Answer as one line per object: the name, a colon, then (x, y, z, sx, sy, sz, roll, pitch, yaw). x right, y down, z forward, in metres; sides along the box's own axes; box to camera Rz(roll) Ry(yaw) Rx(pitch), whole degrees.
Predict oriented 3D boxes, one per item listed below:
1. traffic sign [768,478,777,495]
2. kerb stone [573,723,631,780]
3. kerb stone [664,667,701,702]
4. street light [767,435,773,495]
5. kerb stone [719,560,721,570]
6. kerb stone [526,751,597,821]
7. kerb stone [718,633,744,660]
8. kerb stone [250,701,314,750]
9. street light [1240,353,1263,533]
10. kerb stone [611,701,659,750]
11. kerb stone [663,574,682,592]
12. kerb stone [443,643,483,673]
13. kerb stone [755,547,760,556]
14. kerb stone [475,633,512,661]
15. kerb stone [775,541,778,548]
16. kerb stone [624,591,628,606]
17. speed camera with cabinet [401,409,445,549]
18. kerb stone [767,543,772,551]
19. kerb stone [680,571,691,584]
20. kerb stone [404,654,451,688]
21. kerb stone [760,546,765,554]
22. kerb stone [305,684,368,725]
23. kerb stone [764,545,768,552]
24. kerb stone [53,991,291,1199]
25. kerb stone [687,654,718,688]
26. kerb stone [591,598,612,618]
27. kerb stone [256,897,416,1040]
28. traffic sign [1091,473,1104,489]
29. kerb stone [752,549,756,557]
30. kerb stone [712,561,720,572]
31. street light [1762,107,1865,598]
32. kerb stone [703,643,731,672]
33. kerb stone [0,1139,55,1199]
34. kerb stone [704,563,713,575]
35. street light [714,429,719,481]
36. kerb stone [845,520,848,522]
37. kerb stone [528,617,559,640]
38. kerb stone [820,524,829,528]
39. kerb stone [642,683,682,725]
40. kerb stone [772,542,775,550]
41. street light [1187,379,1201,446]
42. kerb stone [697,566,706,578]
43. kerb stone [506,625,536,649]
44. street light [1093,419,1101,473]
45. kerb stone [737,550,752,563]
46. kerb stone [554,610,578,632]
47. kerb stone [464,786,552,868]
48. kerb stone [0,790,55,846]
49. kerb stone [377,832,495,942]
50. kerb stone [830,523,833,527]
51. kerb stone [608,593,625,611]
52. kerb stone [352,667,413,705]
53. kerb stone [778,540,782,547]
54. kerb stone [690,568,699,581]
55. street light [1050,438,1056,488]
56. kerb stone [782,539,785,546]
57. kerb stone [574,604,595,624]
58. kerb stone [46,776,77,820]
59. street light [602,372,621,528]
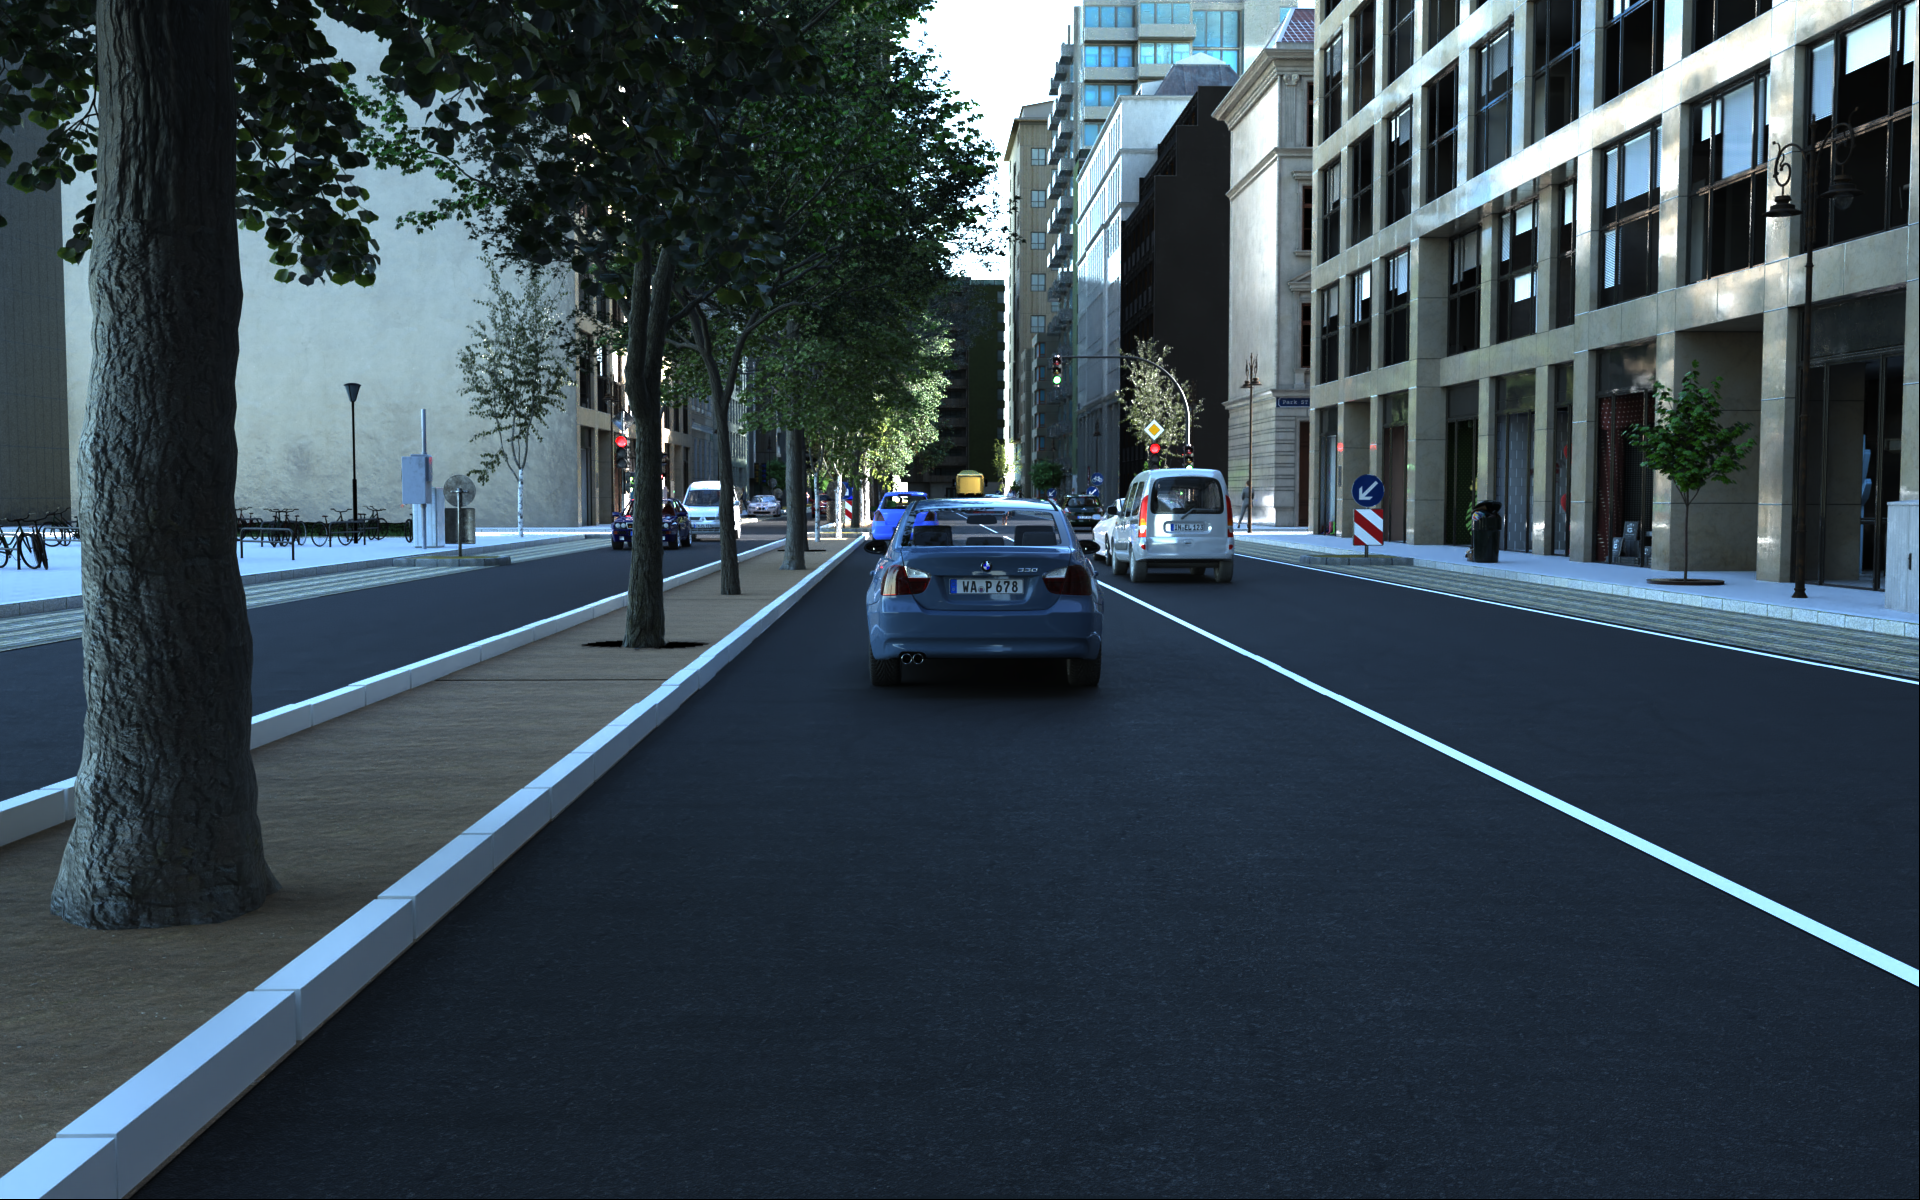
traffic sign: (-14.961, -8.446, 138.195, 0.768, 2.556, 0.104, 0, 4, 0)
kerb stone: (-1.884, 0.801, 9.100, 0.120, 0.150, 1.000, 0, 4, -1)
kerb stone: (-1.963, 0.613, 12.166, 0.120, 0.150, 1.000, 0, 4, -1)
street light: (-15.028, -10.033, 136.823, 0.468, 5.910, 1.993, 0, 4, -1)
kerb stone: (-4.568, -0.637, 32.615, 0.120, 0.150, 1.000, 0, 4, -1)
kerb stone: (-1.859, 0.864, 8.078, 0.120, 0.150, 1.000, 0, 4, -1)
kerb stone: (-2.037, 0.426, 15.236, 0.120, 0.150, 1.000, 0, 4, -1)
kerb stone: (-4.016, 0.741, 10.089, 0.120, 0.150, 1.000, 0, 4, -1)
street light: (9.538, -5.140, 56.823, 0.468, 5.910, 1.993, 0, 4, -1)
kerb stone: (-1.911, 0.738, 10.121, 0.120, 0.150, 1.000, 0, 4, -1)
kerb stone: (-4.421, -0.260, 26.459, 0.120, 0.150, 1.000, 0, 4, -1)
kerb stone: (-4.118, 0.493, 14.186, 0.120, 0.150, 1.000, 0, 4, -1)
kerb stone: (-4.750, -1.071, 39.791, 0.120, 0.150, 1.000, 0, 4, -1)
kerb stone: (-4.137, 0.427, 15.208, 0.120, 0.150, 1.000, 0, 4, -1)
kerb stone: (-4.876, -1.388, 44.899, 0.120, 0.150, 1.000, 0, 4, -1)
kerb stone: (-4.312, -0.010, 22.359, 0.120, 0.150, 1.000, 0, 4, -1)
speed camera with cabinet: (-12.724, -2.857, 41.046, 0.660, 3.252, 2.038, 0, 4, -5)
kerb stone: (-4.823, -1.264, 42.856, 0.120, 0.150, 1.000, 0, 4, -1)
kerb stone: (-4.440, -0.323, 27.480, 0.120, 0.150, 1.000, 0, 4, -1)
kerb stone: (-4.083, 0.552, 13.165, 0.120, 0.150, 1.000, 0, 4, -1)
kerb stone: (-4.771, -1.139, 40.813, 0.120, 0.150, 1.000, 0, 4, -1)
kerb stone: (-4.041, 0.685, 11.122, 0.120, 0.150, 1.000, 0, 4, -1)
kerb stone: (-4.805, -1.201, 41.834, 0.120, 0.150, 1.000, 0, 4, -1)
kerb stone: (-1.766, 1.116, 3.978, 0.120, 0.150, 1.000, 0, 4, -1)
kerb stone: (-1.981, 0.551, 13.187, 0.120, 0.150, 1.000, 0, 4, -1)
kerb stone: (-4.263, 0.116, 20.316, 0.120, 0.150, 1.000, 0, 4, -1)
kerb stone: (-1.786, 1.055, 5.003, 0.120, 0.150, 1.000, 0, 4, -1)
traffic sign: (8.137, -6.279, 102.763, 0.768, 2.556, 0.104, 0, 4, -1)
kerb stone: (-4.726, -1.014, 38.769, 0.120, 0.150, 1.000, 0, 4, -1)
kerb stone: (-4.546, -0.575, 31.594, 0.120, 0.150, 1.000, 0, 4, -1)
street light: (10.388, -2.964, 21.247, 0.468, 5.910, 1.993, 0, 4, -1)
kerb stone: (-2.015, 0.488, 14.209, 0.120, 0.150, 1.000, 0, 4, -1)
kerb stone: (-1.732, 1.177, 2.957, 0.120, 0.150, 1.000, 0, 4, -1)
kerb stone: (-4.518, -0.512, 30.562, 0.120, 0.150, 1.000, 0, 4, -1)
street light: (-14.127, -7.863, 101.344, 0.468, 5.910, 1.993, 0, 4, -1)
kerb stone: (-6.100, -4.428, 94.642, 0.120, 0.150, 1.000, 0, 4, -1)
kerb stone: (-4.188, 0.302, 17.251, 0.120, 0.150, 1.000, 0, 4, -1)
kerb stone: (-5.503, -2.926, 70.060, 0.120, 0.150, 1.000, 0, 4, -1)
kerb stone: (-1.933, 0.683, 11.145, 0.120, 0.150, 1.000, 0, 4, -1)
kerb stone: (-4.847, -1.326, 43.878, 0.120, 0.150, 1.000, 0, 4, -1)
street light: (9.307, -5.909, 69.399, 0.468, 5.910, 1.993, 0, 4, -1)
kerb stone: (-4.490, -0.449, 29.537, 0.120, 0.150, 1.000, 0, 4, -1)
kerb stone: (-4.167, 0.370, 16.229, 0.120, 0.150, 1.000, 0, 4, -1)
street light: (8.276, -8.066, 104.667, 0.468, 5.910, 1.993, 0, 4, -1)
kerb stone: (-4.694, -0.949, 37.740, 0.120, 0.150, 1.000, 0, 4, -1)
kerb stone: (-4.213, 0.245, 18.273, 0.120, 0.150, 1.000, 0, 4, -1)
kerb stone: (-1.839, 0.927, 7.056, 0.120, 0.150, 1.000, 0, 4, -1)
kerb stone: (-3.934, 0.928, 7.018, 0.120, 0.150, 1.000, 0, 4, -1)
kerb stone: (-1.811, 0.989, 6.029, 0.120, 0.150, 1.000, 0, 4, -1)
kerb stone: (-5.573, -3.113, 73.145, 0.120, 0.150, 1.000, 0, 4, -1)
kerb stone: (-4.298, 0.052, 21.337, 0.120, 0.150, 1.000, 0, 4, -1)
kerb stone: (-4.064, 0.615, 12.143, 0.120, 0.150, 1.000, 0, 4, -1)
kerb stone: (-4.895, -1.452, 45.934, 0.120, 0.150, 1.000, 0, 4, -1)
kerb stone: (-4.465, -0.386, 28.507, 0.120, 0.150, 1.000, 0, 4, -1)
street light: (7.524, -10.224, 139.943, 0.468, 5.910, 1.993, 0, 4, -1)
kerb stone: (-4.923, -1.515, 46.964, 0.120, 0.150, 1.000, 0, 4, -1)
kerb stone: (-4.244, 0.184, 19.294, 0.120, 0.150, 1.000, 0, 4, -1)
kerb stone: (-3.960, 0.865, 8.046, 0.120, 0.150, 1.000, 0, 4, -1)
street light: (-13.183, -5.676, 65.595, 0.468, 5.910, 1.993, 0, 4, -1)
